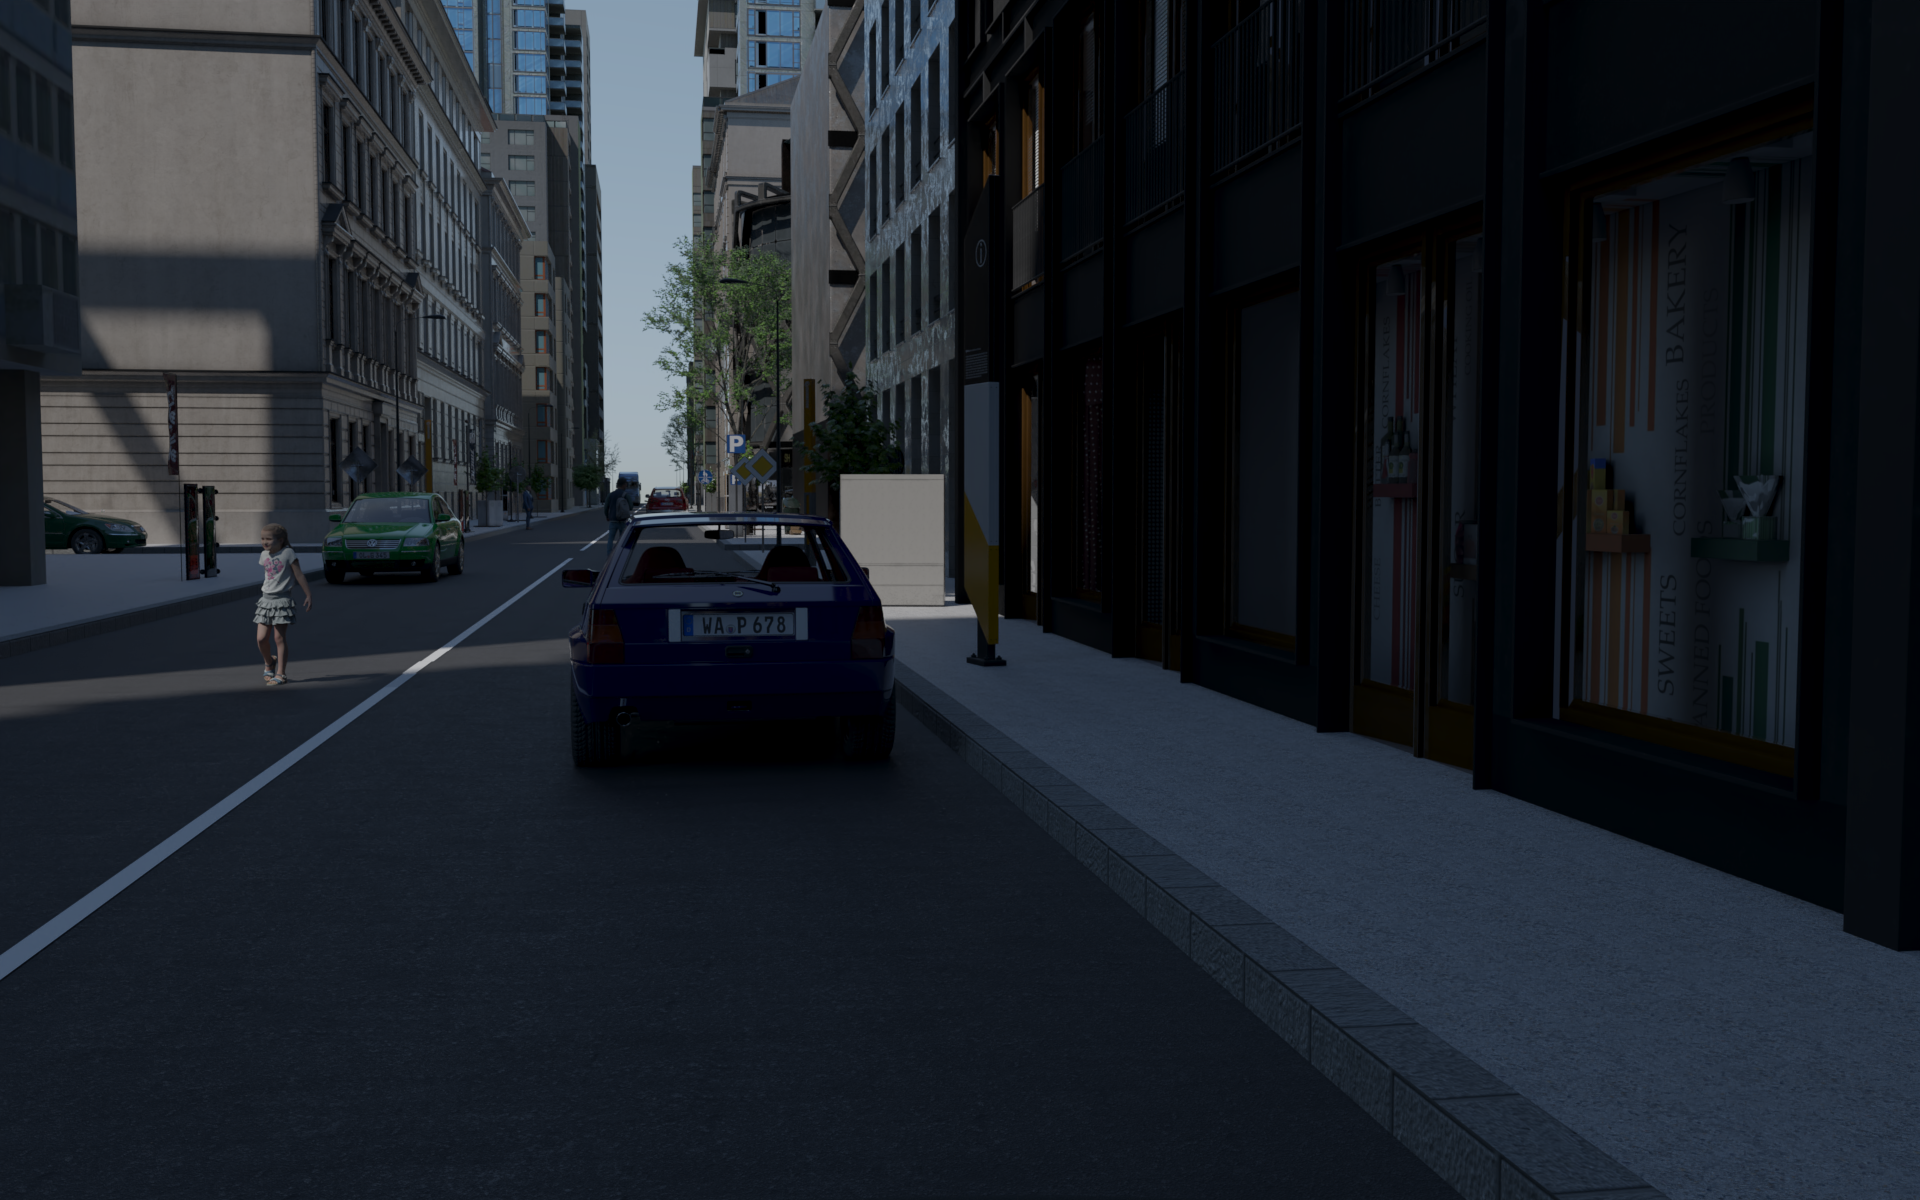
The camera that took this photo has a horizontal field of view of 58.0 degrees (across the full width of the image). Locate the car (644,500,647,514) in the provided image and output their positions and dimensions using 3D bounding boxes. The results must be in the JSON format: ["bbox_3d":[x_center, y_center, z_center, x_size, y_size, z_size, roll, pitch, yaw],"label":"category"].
[{"bbox_3d":[-18.970,-6.104,109.594,2.009,1.686,4.222,-1,4,-9],"label":"car"}]

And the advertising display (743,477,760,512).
[{"bbox_3d":[-6.503,-2.957,53.556,0.123,1.923,0.974,1,4,14],"label":"advertising display"}]

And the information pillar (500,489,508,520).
[{"bbox_3d":[-22.162,-4.875,84.198,0.304,2.012,0.304,-2,4,-32],"label":"information pillar"}]

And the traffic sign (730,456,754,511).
[{"bbox_3d":[-5.670,-2.571,45.685,0.795,2.450,0.064,-1,4,-10],"label":"traffic sign"}]

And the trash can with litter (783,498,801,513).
[{"bbox_3d":[-5.194,-2.636,54.493,0.624,1.170,1.055,-1,4,-21],"label":"trash can with litter"}]

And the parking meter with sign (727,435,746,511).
[{"bbox_3d":[-6.656,-3.386,51.624,0.543,3.016,1.738,0,4,-7],"label":"parking meter with sign"}]

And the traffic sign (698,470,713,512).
[{"bbox_3d":[-13.240,-5.505,90.109,0.768,2.556,0.104,0,4,-1],"label":"traffic sign"}]

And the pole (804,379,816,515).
[{"bbox_3d":[-2.662,-2.256,30.721,0.158,3.312,0.155,0,3,0],"label":"pole"}]

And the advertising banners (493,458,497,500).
[{"bbox_3d":[-19.210,-4.611,71.578,0.090,3.025,2.074,-1,4,-16],"label":"advertising banners"}]

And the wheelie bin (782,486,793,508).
[{"bbox_3d":[-6.700,-3.771,69.565,0.980,1.594,0.693,1,4,16],"label":"wheelie bin"}]

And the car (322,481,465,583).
[{"bbox_3d":[-9.566,-1.262,29.425,1.959,1.807,4.718,-1,4,-8],"label":"car"}]

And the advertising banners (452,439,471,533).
[{"bbox_3d":[-16.225,-3.678,56.322,0.090,3.025,2.074,0,4,-2],"label":"advertising banners"}]

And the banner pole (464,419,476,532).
[{"bbox_3d":[-16.500,-4.183,58.411,0.401,3.779,0.863,1,4,10],"label":"banner pole"}]

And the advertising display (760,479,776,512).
[{"bbox_3d":[-8.318,-4.279,75.178,0.974,1.923,0.123,-1,4,-21],"label":"advertising display"}]

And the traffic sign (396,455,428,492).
[{"bbox_3d":[-13.995,-2.485,44.271,0.795,2.450,0.064,-1,4,-10],"label":"traffic sign"}]

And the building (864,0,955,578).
[{"bbox_3d":[4.535,-10.665,29.126,10.420,20.320,16.860,-1,4,-10],"label":"building"}]

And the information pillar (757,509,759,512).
[{"bbox_3d":[-9.071,-4.401,76.445,0.304,2.012,0.304,3,5,39],"label":"information pillar"}]

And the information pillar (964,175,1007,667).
[{"bbox_3d":[0.167,-1.324,13.007,0.183,3.616,0.504,-1,4,-22],"label":"information pillar"}]

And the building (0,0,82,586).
[{"bbox_3d":[-23.096,-19.820,15.937,23.993,40.220,32.217,-1,4,-10],"label":"building"}]

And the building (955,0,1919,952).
[{"bbox_3d":[7.342,-11.210,12.958,12.332,23.373,15.834,-1,4,-10],"label":"building"}]

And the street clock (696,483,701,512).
[{"bbox_3d":[-16.928,-6.568,111.960,0.358,2.002,0.471,0,4,-3],"label":"street clock"}]

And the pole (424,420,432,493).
[{"bbox_3d":[-14.663,-3.299,47.786,0.158,3.312,0.155,0,3,0],"label":"pole"}]

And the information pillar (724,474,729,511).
[{"bbox_3d":[-8.444,-3.601,63.366,0.304,2.012,0.304,-1,4,-17],"label":"information pillar"}]

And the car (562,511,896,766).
[{"bbox_3d":[-1.456,0.122,10.585,1.945,1.354,3.894,-1,4,-10],"label":"car"}]

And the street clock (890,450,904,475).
[{"bbox_3d":[-1.065,-1.365,26.882,0.358,2.002,0.471,2,4,25],"label":"street clock"}]

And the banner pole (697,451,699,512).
[{"bbox_3d":[-15.374,-6.828,101.654,0.401,3.779,0.863,-1,4,-11],"label":"banner pole"}]

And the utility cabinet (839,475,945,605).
[{"bbox_3d":[-0.761,-0.680,19.790,1.173,1.500,0.318,0,4,2],"label":"utility cabinet"}]

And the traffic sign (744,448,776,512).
[{"bbox_3d":[-4.309,-2.090,37.816,0.795,2.450,0.064,-1,4,-10],"label":"traffic sign"}]

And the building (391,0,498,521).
[{"bbox_3d":[-29.940,-14.871,76.419,16.112,22.955,30.059,-1,4,-10],"label":"building"}]

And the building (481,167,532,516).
[{"bbox_3d":[-31.825,-16.262,102.041,11.583,22.565,21.152,-1,4,-10],"label":"building"}]

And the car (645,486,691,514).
[{"bbox_3d":[-14.526,-4.741,86.182,2.281,1.827,5.304,-1,4,-9],"label":"car"}]

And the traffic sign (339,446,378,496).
[{"bbox_3d":[-12.634,-2.004,36.402,0.795,2.450,0.064,-1,4,-10],"label":"traffic sign"}]

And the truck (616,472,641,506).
[{"bbox_3d":[-40.846,-13.707,213.861,2.967,4.110,18.799,-1,4,-10],"label":"truck"}]

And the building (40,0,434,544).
[{"bbox_3d":[-22.616,-11.505,52.733,10.561,19.102,19.286,-1,4,-10],"label":"building"}]

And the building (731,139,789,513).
[{"bbox_3d":[-3.109,-13.482,87.878,16.820,18.784,16.811,-1,4,-10],"label":"building"}]

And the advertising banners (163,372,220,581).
[{"bbox_3d":[-11.478,-1.815,25.864,0.090,3.025,2.074,0,4,-5],"label":"advertising banners"}]

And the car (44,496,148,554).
[{"bbox_3d":[-21.330,-1.713,39.800,4.920,1.459,2.131,-1,4,-9],"label":"car"}]

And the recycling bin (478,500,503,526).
[{"bbox_3d":[-18.719,-3.454,69.022,0.722,1.027,0.722,3,4,37],"label":"recycling bin"}]

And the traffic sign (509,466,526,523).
[{"bbox_3d":[-19.928,-4.765,78.014,0.768,2.556,0.104,0,4,-6],"label":"traffic sign"}]
